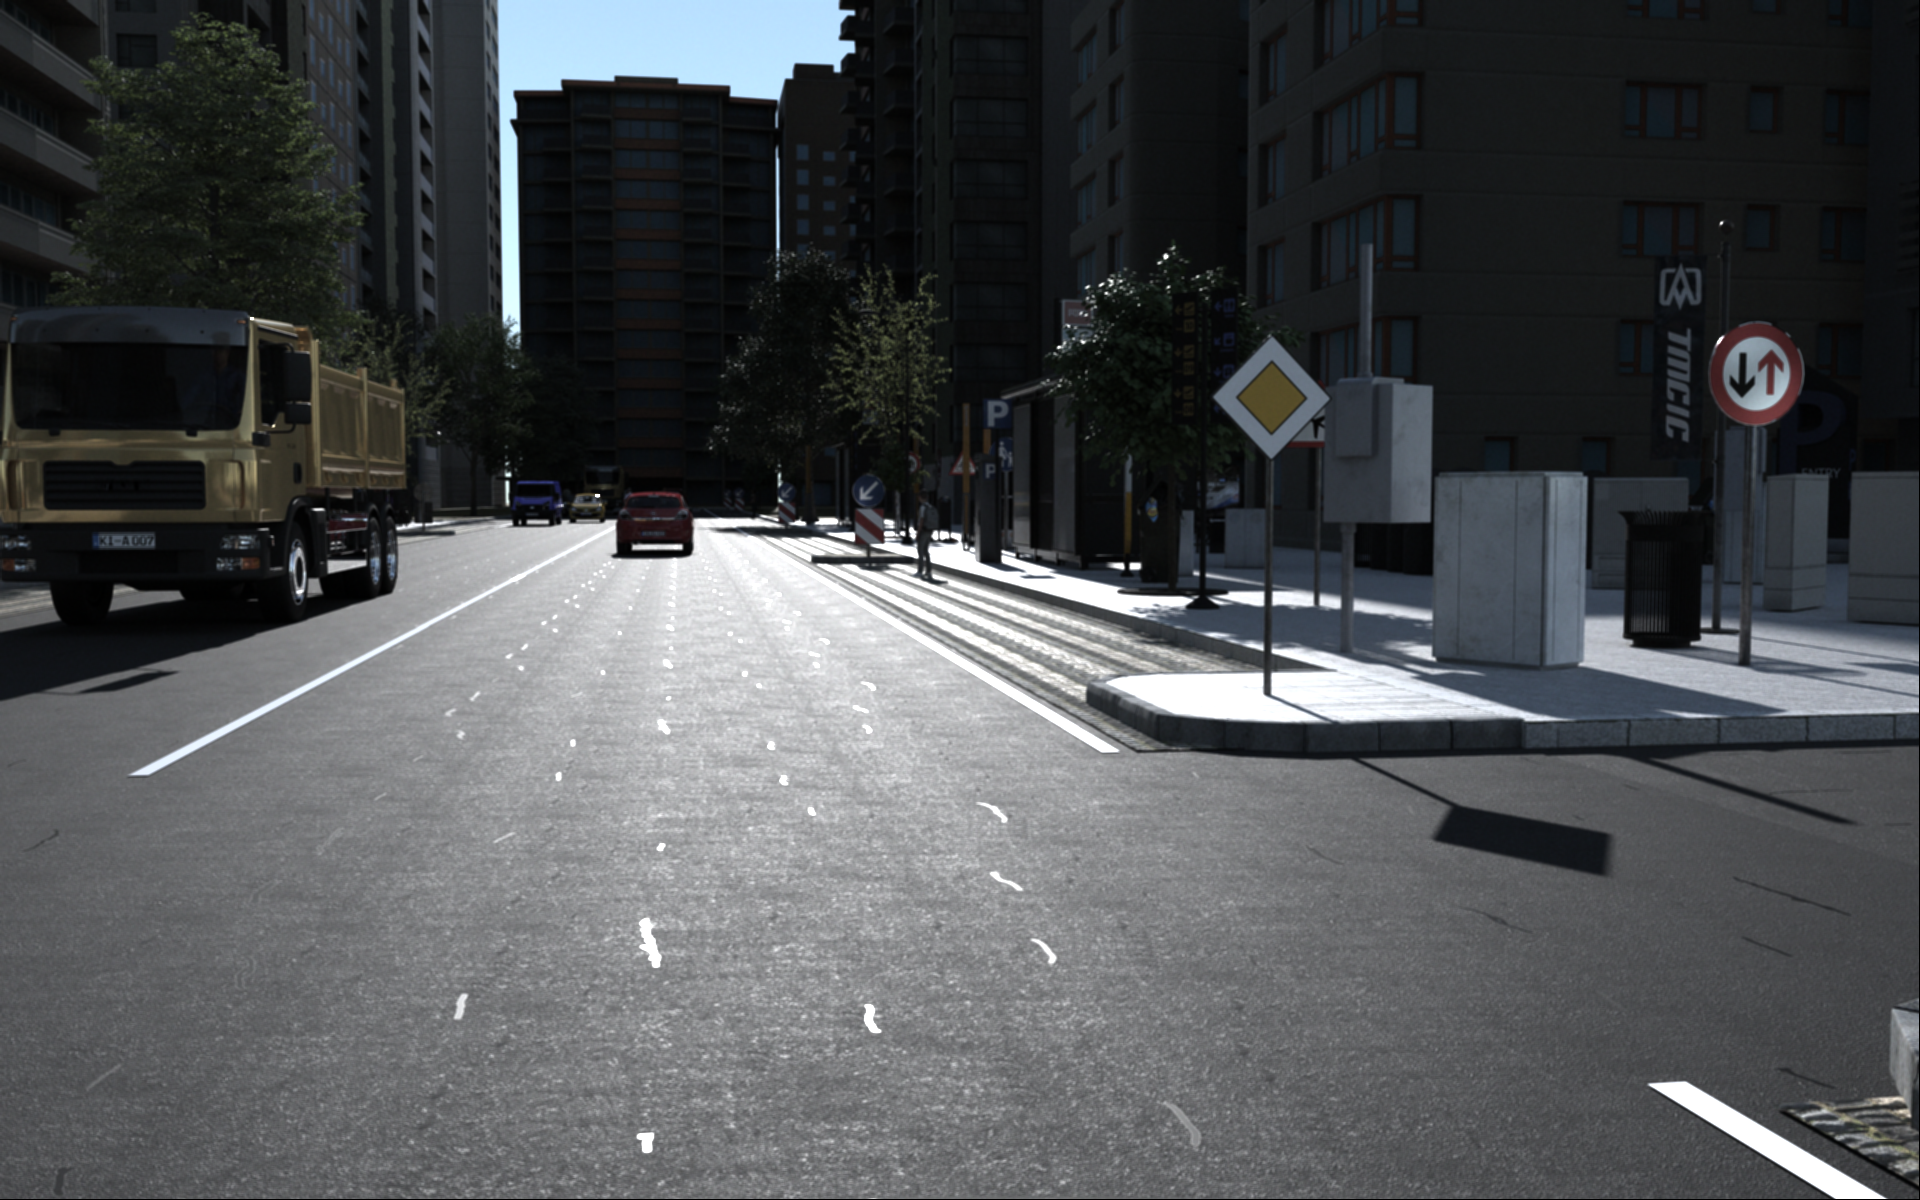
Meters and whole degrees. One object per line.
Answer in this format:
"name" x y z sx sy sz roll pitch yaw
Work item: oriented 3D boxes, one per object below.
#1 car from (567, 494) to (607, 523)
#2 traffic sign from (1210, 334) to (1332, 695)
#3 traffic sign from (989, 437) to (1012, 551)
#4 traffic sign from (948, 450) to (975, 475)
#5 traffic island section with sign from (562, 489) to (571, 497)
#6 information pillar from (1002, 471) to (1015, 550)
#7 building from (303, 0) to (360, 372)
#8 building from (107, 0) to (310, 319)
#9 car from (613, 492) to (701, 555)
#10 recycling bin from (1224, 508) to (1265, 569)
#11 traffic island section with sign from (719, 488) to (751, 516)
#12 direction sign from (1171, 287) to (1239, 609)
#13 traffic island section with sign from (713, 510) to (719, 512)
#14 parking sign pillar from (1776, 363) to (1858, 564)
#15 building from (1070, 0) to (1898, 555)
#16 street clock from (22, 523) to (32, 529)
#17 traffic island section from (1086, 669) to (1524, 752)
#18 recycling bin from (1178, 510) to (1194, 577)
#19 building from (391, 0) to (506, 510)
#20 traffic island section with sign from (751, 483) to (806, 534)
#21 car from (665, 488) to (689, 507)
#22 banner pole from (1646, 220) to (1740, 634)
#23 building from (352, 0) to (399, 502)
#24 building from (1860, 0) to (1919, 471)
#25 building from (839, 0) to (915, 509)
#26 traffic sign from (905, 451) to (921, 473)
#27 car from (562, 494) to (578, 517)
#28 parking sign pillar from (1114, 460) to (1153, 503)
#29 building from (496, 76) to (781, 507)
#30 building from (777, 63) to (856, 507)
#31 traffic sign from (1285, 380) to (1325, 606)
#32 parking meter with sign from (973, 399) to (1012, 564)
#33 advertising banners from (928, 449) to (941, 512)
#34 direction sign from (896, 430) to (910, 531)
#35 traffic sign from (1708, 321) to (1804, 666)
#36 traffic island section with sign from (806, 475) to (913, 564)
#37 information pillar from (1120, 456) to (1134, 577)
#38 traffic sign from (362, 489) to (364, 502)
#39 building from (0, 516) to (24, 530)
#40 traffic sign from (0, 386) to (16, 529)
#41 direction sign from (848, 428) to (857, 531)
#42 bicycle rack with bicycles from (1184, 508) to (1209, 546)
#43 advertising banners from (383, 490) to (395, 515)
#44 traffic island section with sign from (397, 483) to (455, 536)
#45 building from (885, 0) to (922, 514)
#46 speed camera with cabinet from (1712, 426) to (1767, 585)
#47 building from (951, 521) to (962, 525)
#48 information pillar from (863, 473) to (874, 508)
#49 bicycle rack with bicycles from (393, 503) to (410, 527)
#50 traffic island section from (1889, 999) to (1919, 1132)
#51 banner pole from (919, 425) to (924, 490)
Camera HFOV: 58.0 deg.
"car" -18.918 -4.755 87.965 2.015 1.641 3.980 -1 4 -10
"traffic sign" 1.960 -0.450 10.999 0.795 2.450 0.064 -1 4 -9
"traffic sign" 1.025 -2.374 38.916 0.768 2.556 0.104 0 4 -3
"traffic sign" 0.118 -2.951 48.257 0.884 2.594 0.081 0 4 -4
"traffic island section with sign" -31.150 -7.878 137.430 1.989 1.847 2.006 -1 4 -9
"information pillar" 1.099 -2.181 40.156 0.304 2.012 0.304 -3 5 -42
"building" -43.827 -27.586 101.135 14.600 45.320 14.200 -1 4 -9
"building" -41.452 -19.297 87.204 14.160 30.474 14.107 -1 4 -9
"car" -7.474 -2.055 42.637 2.155 1.783 4.494 0 4 -8
"recycling bin" 5.010 -1.069 30.034 0.722 1.027 0.722 1 4 20
"traffic island section with sign" -14.432 -6.336 112.224 1.989 1.847 2.006 -1 4 -9
"direction sign" 2.719 -1.672 19.329 0.876 3.537 0.379 3 5 44
"traffic island section with sign" -18.758 -7.964 138.831 1.989 1.847 2.006 -1 4 -9
"parking sign pillar" 16.070 -2.694 32.514 1.447 3.967 1.447 -3 5 -45
"building" 20.034 -12.659 52.020 27.650 21.520 28.899 -1 4 -9
"street clock" -15.807 -1.518 29.391 0.471 2.002 0.358 0 4 -1
"traffic island section" 1.982 0.685 11.080 2.009 0.180 2.903 -1 4 -9
"recycling bin" 3.245 -0.892 27.145 0.722 1.027 0.722 0 4 -3
"building" -62.101 -38.949 178.823 28.212 58.520 21.231 -1 4 -9
"traffic island section with sign" -6.455 -3.328 63.034 1.989 1.847 2.006 -1 4 -9
"car" -19.086 -6.479 114.609 2.281 1.827 5.304 -1 4 -11
"banner pole" 6.778 -1.587 15.965 0.863 3.779 0.401 0 4 7
"building" -45.830 -26.400 115.236 14.154 41.232 14.086 -1 4 -9
"building" 26.916 -21.183 29.935 14.086 41.232 14.154 -1 4 -9
"building" 1.816 -29.707 140.329 22.147 44.769 28.867 -1 4 -9
"traffic sign" -1.550 -3.152 51.638 0.768 2.556 0.104 0 4 -1
"car" -24.078 -6.031 108.397 2.009 1.686 4.222 0 4 -7
"parking sign pillar" 5.106 -3.824 50.987 1.447 3.967 1.447 -3 4 -36
"building" -33.858 -32.421 184.707 28.867 44.769 22.147 -1 4 -9
"building" -11.802 -32.693 184.635 14.200 45.320 14.600 -1 4 -9
"traffic sign" 4.098 -1.213 19.831 0.884 2.594 0.081 0 3 0
"parking meter with sign" 0.555 -2.222 32.597 0.543 3.016 1.738 -1 4 -9
"advertising banners" -0.996 -4.370 67.633 0.090 3.025 2.074 -1 4 -14
"direction sign" -2.048 -4.217 60.940 0.379 3.537 0.876 3 4 36
"traffic sign" 5.878 -0.782 12.898 0.768 2.556 0.104 -1 4 -9
"traffic island section with sign" -2.088 -1.682 36.128 1.989 1.847 2.006 -1 4 -9
"information pillar" 2.594 -2.164 26.730 0.183 3.616 0.504 0 4 2
"traffic sign" -25.098 -4.450 72.766 0.884 2.594 0.081 0 4 -1
"building" -39.781 -26.103 50.481 21.300 48.544 21.600 -1 4 -9
"traffic sign" -18.221 -2.376 32.716 2.265 3.308 0.079 0 4 -3
"direction sign" -3.680 -4.147 59.802 0.379 3.537 0.876 1 4 12
"bicycle rack with bicycles" 5.824 -1.839 43.446 2.925 0.926 2.852 1 4 19
"advertising banners" -21.343 -4.204 64.927 0.090 3.025 2.074 0 4 -5
"traffic island section with sign" -18.584 -3.141 59.991 1.989 1.847 2.006 -1 4 -9
"building" 6.266 -41.401 115.165 20.563 71.187 20.611 -1 4 -9
"speed camera with cabinet" 11.055 -1.838 24.389 0.660 3.252 2.038 2 4 32
"building" 5.578 -18.810 79.242 14.160 30.474 14.107 -1 4 -9
"information pillar" -3.251 -3.482 61.416 0.304 2.012 0.304 1 4 14
"bicycle rack with bicycles" -23.045 -3.355 68.235 2.852 0.926 2.925 -2 4 -23
"traffic island section" 3.261 1.167 3.197 2.009 0.180 2.903 -1 4 -9
"banner pole" -1.457 -4.459 62.917 0.401 3.779 0.863 -2 4 -27
